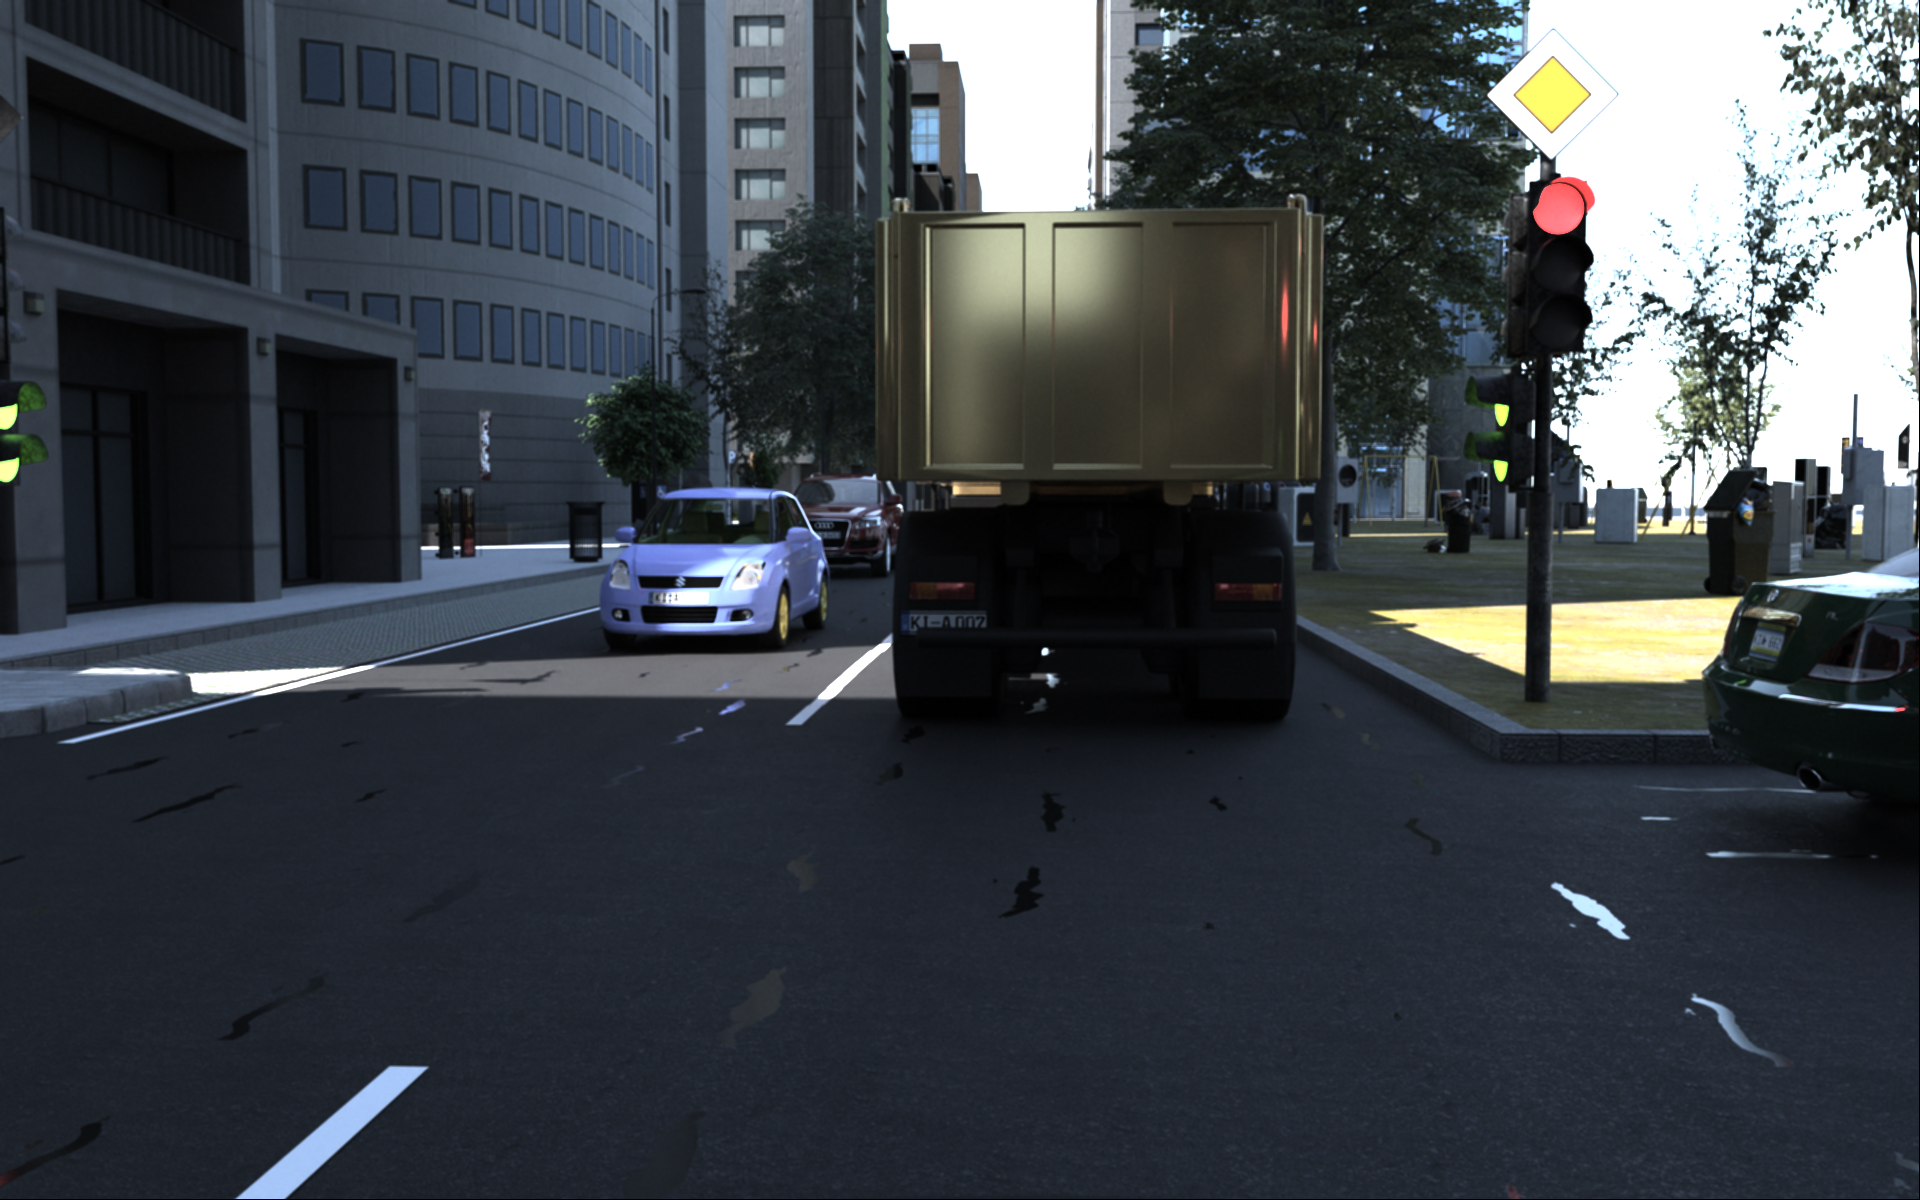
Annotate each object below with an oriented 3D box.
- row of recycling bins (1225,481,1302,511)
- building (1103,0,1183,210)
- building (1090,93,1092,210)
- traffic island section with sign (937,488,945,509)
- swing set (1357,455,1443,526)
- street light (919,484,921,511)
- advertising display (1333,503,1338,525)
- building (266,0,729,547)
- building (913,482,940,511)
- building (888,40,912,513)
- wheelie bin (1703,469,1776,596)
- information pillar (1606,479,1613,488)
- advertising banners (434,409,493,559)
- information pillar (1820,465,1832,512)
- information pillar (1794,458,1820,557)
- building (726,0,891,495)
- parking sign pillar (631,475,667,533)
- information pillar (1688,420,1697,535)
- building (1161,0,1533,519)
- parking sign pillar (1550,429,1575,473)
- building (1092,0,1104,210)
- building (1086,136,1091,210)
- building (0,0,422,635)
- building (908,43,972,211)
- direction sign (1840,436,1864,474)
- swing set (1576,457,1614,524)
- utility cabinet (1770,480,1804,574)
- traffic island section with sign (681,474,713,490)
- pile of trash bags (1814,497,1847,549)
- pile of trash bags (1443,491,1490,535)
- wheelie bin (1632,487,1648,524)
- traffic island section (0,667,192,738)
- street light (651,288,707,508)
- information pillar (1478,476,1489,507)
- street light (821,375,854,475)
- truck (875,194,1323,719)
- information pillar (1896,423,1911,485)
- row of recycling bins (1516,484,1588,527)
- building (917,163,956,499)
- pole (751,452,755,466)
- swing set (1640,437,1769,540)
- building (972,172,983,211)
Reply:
[{"bbox_3d":[7.968,-2.351,45.558,1.069,1.692,3.534,2,4,35],"label":"row of recycling bins"},{"bbox_3d":[21.418,-36.058,131.555,21.231,58.520,28.212,0,4,3],"label":"building"},{"bbox_3d":[24.625,-34.210,183.030,21.300,48.544,21.600,0,4,3],"label":"building"},{"bbox_3d":[-1.124,-6.153,109.232,1.989,1.847,2.006,0,4,3],"label":"traffic island section with sign"},{"bbox_3d":[17.821,-4.470,70.700,3.119,2.851,2.862,0,4,3],"label":"swing set"},{"bbox_3d":[-2.138,-8.756,115.697,1.470,5.913,1.316,0,4,3],"label":"street light"},{"bbox_3d":[15.405,-4.033,71.152,0.123,1.923,0.974,-1,4,-21],"label":"advertising display"},{"bbox_3d":[-20.239,-31.232,52.637,21.231,58.520,28.212,0,4,3],"label":"building"},{"bbox_3d":[-16.057,-17.429,130.003,27.650,21.520,28.899,0,4,3],"label":"building"},{"bbox_3d":[-10.503,-20.565,107.936,14.160,30.474,14.107,0,4,3],"label":"building"},{"bbox_3d":[9.960,-0.870,22.139,0.693,1.594,0.980,0,4,-7],"label":"wheelie bin"},{"bbox_3d":[31.488,-4.865,84.027,0.304,2.012,0.304,1,4,20],"label":"information pillar"},{"bbox_3d":[-9.998,-2.376,35.036,0.090,3.025,2.074,1,4,17],"label":"advertising banners"},{"bbox_3d":[22.202,-2.451,44.562,0.304,2.012,0.304,3,5,40],"label":"information pillar"},{"bbox_3d":[17.182,-1.881,35.241,0.304,2.012,0.304,-2,4,-25],"label":"information pillar"},{"bbox_3d":[-11.421,-25.075,93.566,14.154,41.232,14.086,0,4,3],"label":"building"},{"bbox_3d":[-8.738,-3.681,48.658,1.447,3.967,1.447,-3,5,-40],"label":"parking sign pillar"},{"bbox_3d":[23.261,-3.890,54.954,0.183,3.616,0.504,1,4,16],"label":"information pillar"},{"bbox_3d":[20.717,-48.225,101.144,22.319,86.520,31.000,0,4,3],"label":"building"},{"bbox_3d":[24.377,-5.022,70.580,1.447,3.967,1.447,-2,4,-27],"label":"parking sign pillar"},{"bbox_3d":[18.737,-30.799,153.679,14.600,45.320,14.200,0,4,3],"label":"building"},{"bbox_3d":[26.270,-33.893,208.777,22.147,44.769,28.867,0,4,3],"label":"building"},{"bbox_3d":[-18.478,-35.566,19.757,20.563,71.187,20.611,0,4,3],"label":"building"},{"bbox_3d":[-6.631,-32.215,176.821,14.600,45.320,14.200,0,4,3],"label":"building"},{"bbox_3d":[35.063,-4.656,68.130,0.379,3.537,0.876,-3,4,-38],"label":"direction sign"},{"bbox_3d":[26.720,-4.731,74.971,3.119,2.851,2.862,3,5,45],"label":"swing set"},{"bbox_3d":[13.273,-1.168,27.771,0.318,1.500,1.173,2,4,34],"label":"utility cabinet"},{"bbox_3d":[-5.196,-1.550,33.963,1.989,1.847,2.006,0,4,3],"label":"traffic island section with sign"},{"bbox_3d":[19.840,-1.892,40.687,1.912,1.369,3.447,2,4,31],"label":"pile of trash bags"},{"bbox_3d":[16.470,-2.815,55.774,1.912,1.369,3.447,-1,4,-9],"label":"pile of trash bags"},{"bbox_3d":[29.450,-4.127,75.385,0.980,1.594,0.693,-1,4,-22],"label":"wheelie bin"},{"bbox_3d":[-6.426,0.673,11.285,2.009,0.180,2.903,0,4,3],"label":"traffic island section"},{"bbox_3d":[-6.407,-4.081,39.258,1.470,5.913,1.316,0,4,3],"label":"street light"},{"bbox_3d":[21.507,-4.081,71.218,0.304,2.012,0.304,-1,4,-21],"label":"information pillar"},{"bbox_3d":[-4.828,-5.805,67.450,1.470,5.913,1.316,0,4,3],"label":"street light"},{"bbox_3d":[1.059,-1.147,14.686,3.469,3.379,9.791,0,4,3],"label":"truck"},{"bbox_3d":[31.089,-4.021,57.090,0.183,3.616,0.504,-1,4,-12],"label":"information pillar"},{"bbox_3d":[23.327,-3.751,68.440,3.534,1.692,1.069,-1,4,-21],"label":"row of recycling bins"},{"bbox_3d":[-7.773,-23.217,151.293,14.160,30.474,14.107,0,4,3],"label":"building"},{"bbox_3d":[-10.087,-5.536,84.351,0.158,3.312,0.155,0,3,0],"label":"pole"},{"bbox_3d":[20.994,-3.108,48.438,2.862,2.851,3.119,3,5,44],"label":"swing set"},{"bbox_3d":[-4.075,-35.794,235.339,14.600,45.320,14.200,0,4,3],"label":"building"}]
